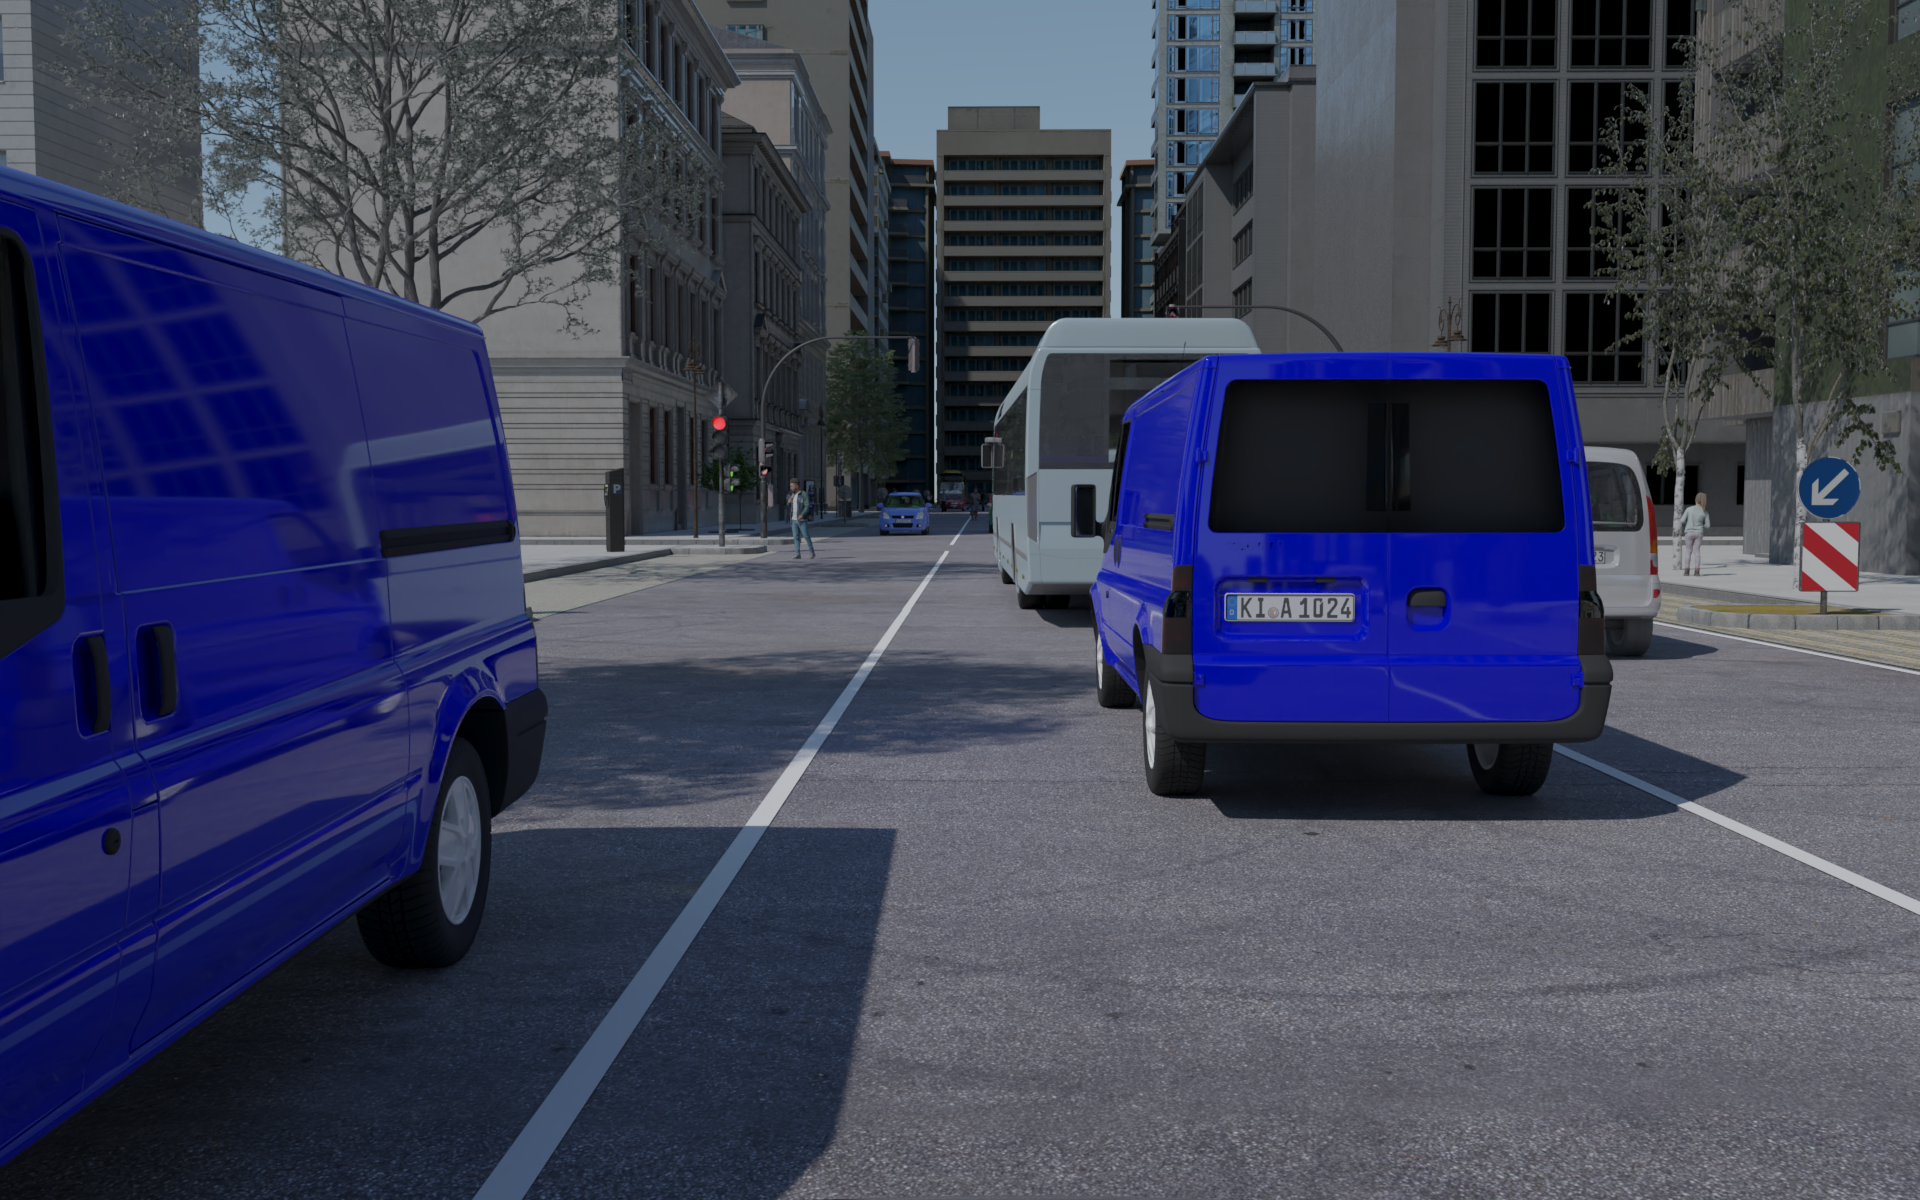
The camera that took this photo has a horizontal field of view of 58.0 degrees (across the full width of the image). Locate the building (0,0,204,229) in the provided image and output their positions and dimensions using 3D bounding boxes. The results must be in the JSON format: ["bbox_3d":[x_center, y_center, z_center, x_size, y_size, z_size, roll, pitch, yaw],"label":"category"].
[{"bbox_3d":[-41.716,-17.039,56.079,29.804,29.767,11.434,0,4,1],"label":"building"}]

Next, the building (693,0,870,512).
[{"bbox_3d":[-18.547,-31.358,136.404,21.300,48.544,21.600,0,4,1],"label":"building"}]

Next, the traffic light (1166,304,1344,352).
[{"bbox_3d":[7.296,-4.099,41.686,4.771,5.953,1.251,0,4,1],"label":"traffic light"}]

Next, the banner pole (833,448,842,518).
[{"bbox_3d":[-6.652,-6.407,94.779,0.401,3.779,0.863,1,4,22],"label":"banner pole"}]

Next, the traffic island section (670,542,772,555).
[{"bbox_3d":[-5.811,-1.215,42.148,2.009,0.180,2.903,0,4,1],"label":"traffic island section"}]

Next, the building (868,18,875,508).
[{"bbox_3d":[-15.000,-30.846,154.444,14.600,45.320,14.200,0,4,1],"label":"building"}]

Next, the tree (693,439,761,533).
[{"bbox_3d":[-7.805,-3.856,57.645,1.663,3.219,1.824,0,3,0],"label":"tree"}]

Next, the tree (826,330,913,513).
[{"bbox_3d":[-7.207,-12.359,120.202,7.486,12.596,7.792,0,3,0],"label":"tree"}]

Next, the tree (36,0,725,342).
[{"bbox_3d":[-8.775,-7.156,27.365,12.009,13.543,11.850,0,3,0],"label":"tree"}]

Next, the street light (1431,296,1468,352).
[{"bbox_3d":[11.439,-4.149,40.620,0.468,5.910,1.993,0,4,1],"label":"street light"}]

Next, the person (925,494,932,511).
[{"bbox_3d":[-2.572,-8.061,143.490,0.799,1.438,0.628,1,4,17],"label":"person"}]

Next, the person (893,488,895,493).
[{"bbox_3d":[-6.144,-9.472,160.993,0.705,1.814,1.350,1,4,22],"label":"person"}]

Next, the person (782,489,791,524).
[{"bbox_3d":[-7.310,-4.002,74.075,0.523,1.515,0.503,-1,4,-23],"label":"person"}]

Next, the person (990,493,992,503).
[{"bbox_3d":[2.206,-6.224,110.596,0.599,1.781,0.374,0,4,-1],"label":"person"}]

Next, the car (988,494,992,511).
[{"bbox_3d":[3.228,-7.406,129.761,2.281,1.827,5.304,0,4,0],"label":"car"}]

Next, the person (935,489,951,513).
[{"bbox_3d":[-1.268,-7.686,134.159,1.348,1.826,0.705,1,4,23],"label":"person"}]

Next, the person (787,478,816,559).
[{"bbox_3d":[-3.539,-1.794,38.184,0.623,1.781,0.721,2,4,30],"label":"person"}]

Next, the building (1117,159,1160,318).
[{"bbox_3d":[33.107,-34.541,219.373,28.867,44.769,22.147,0,4,1],"label":"building"}]

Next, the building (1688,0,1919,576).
[{"bbox_3d":[21.990,-15.984,33.044,14.160,30.474,14.107,0,4,1],"label":"building"}]

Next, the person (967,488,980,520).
[{"bbox_3d":[0.743,-5.202,93.910,0.716,1.782,0.532,0,4,4],"label":"person"}]

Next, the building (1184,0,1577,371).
[{"bbox_3d":[20.833,-16.817,94.023,14.314,24.678,30.058,0,4,1],"label":"building"}]

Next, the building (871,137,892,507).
[{"bbox_3d":[-19.516,-30.082,183.726,23.993,40.220,32.217,0,4,1],"label":"building"}]

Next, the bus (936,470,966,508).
[{"bbox_3d":[-0.753,-11.586,180.983,2.896,3.916,12.252,0,4,2],"label":"bus"}]

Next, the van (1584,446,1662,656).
[{"bbox_3d":[5.276,-0.591,16.678,2.013,2.044,4.112,0,4,2],"label":"van"}]

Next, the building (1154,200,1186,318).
[{"bbox_3d":[20.021,-17.572,116.981,12.332,23.373,15.834,0,4,1],"label":"building"}]

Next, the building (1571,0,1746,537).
[{"bbox_3d":[27.877,-14.528,56.607,30.058,24.678,14.314,0,4,1],"label":"building"}]

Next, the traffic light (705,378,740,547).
[{"bbox_3d":[-5.771,-3.247,42.012,0.839,4.253,0.868,0,4,1],"label":"traffic light"}]

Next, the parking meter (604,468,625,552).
[{"bbox_3d":[-7.649,-1.995,38.330,0.399,1.863,0.255,-2,4,-32],"label":"parking meter"}]

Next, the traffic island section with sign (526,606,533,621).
[{"bbox_3d":[-5.842,-0.643,19.143,1.989,1.847,2.006,0,4,1],"label":"traffic island section with sign"}]

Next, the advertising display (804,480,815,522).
[{"bbox_3d":[-7.030,-4.621,80.768,0.123,1.923,0.974,1,4,19],"label":"advertising display"}]

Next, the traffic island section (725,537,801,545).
[{"bbox_3d":[-5.688,-1.703,50.132,2.009,0.180,2.903,0,4,1],"label":"traffic island section"}]

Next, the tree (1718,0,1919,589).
[{"bbox_3d":[11.464,-4.437,22.908,4.360,8.622,3.978,0,3,0],"label":"tree"}]

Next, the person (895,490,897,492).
[{"bbox_3d":[-6.179,-9.889,168.655,0.541,1.710,0.530,-1,4,-14],"label":"person"}]

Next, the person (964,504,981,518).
[{"bbox_3d":[0.738,-5.445,103.023,1.012,1.151,0.738,0,4,6],"label":"person"}]

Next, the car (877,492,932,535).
[{"bbox_3d":[-1.952,-3.166,61.352,1.945,1.707,3.694,0,4,0],"label":"car"}]

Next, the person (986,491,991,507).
[{"bbox_3d":[3.319,-11.137,191.295,1.217,1.736,0.721,2,4,27],"label":"person"}]

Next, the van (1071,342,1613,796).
[{"bbox_3d":[1.841,-0.337,9.888,2.240,2.365,5.245,0,4,1],"label":"van"}]

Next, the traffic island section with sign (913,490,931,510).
[{"bbox_3d":[-3.776,-8.801,152.531,1.989,1.847,2.006,0,4,1],"label":"traffic island section with sign"}]

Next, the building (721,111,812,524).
[{"bbox_3d":[-13.196,-13.294,81.978,10.561,19.102,19.286,0,4,1],"label":"building"}]

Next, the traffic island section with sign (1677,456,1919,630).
[{"bbox_3d":[9.081,-0.639,19.070,1.989,1.847,2.006,0,4,1],"label":"traffic island section with sign"}]

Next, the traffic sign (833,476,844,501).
[{"bbox_3d":[-6.703,-5.732,95.848,0.606,2.300,0.079,0,4,6],"label":"traffic sign"}]

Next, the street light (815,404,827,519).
[{"bbox_3d":[-7.112,-7.099,88.862,0.468,5.910,1.993,0,4,1],"label":"street light"}]

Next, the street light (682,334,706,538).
[{"bbox_3d":[-7.690,-4.739,50.272,0.468,5.910,1.993,0,4,1],"label":"street light"}]

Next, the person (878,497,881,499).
[{"bbox_3d":[-7.787,-9.827,166.580,0.599,1.838,0.709,0,4,8],"label":"person"}]

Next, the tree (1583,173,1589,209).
[{"bbox_3d":[12.358,-4.813,29.057,4.360,8.622,3.978,0,3,0],"label":"tree"}]

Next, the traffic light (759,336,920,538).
[{"bbox_3d":[-3.555,-4.607,50.000,4.771,5.953,1.251,0,4,1],"label":"traffic light"}]

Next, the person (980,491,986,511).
[{"bbox_3d":[1.825,-8.209,143.539,0.721,1.723,1.217,2,4,28],"label":"person"}]

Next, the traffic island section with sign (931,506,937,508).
[{"bbox_3d":[-3.356,-10.505,180.388,1.989,1.847,2.006,0,4,1],"label":"traffic island section with sign"}]

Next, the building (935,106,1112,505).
[{"bbox_3d":[7.829,-36.462,219.851,21.600,48.544,21.300,0,4,1],"label":"building"}]

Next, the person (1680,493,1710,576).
[{"bbox_3d":[11.464,-1.024,27.058,0.425,1.301,0.394,0,4,3],"label":"person"}]

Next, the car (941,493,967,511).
[{"bbox_3d":[-0.481,-8.272,144.293,2.155,1.783,4.494,0,4,2],"label":"car"}]

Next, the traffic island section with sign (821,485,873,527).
[{"bbox_3d":[-4.969,-4.086,75.441,1.989,1.847,2.006,0,4,1],"label":"traffic island section with sign"}]

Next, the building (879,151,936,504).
[{"bbox_3d":[-17.413,-34.555,219.599,28.867,44.769,22.147,0,4,1],"label":"building"}]

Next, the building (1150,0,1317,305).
[{"bbox_3d":[25.559,-51.352,152.278,22.319,86.520,31.000,0,4,1],"label":"building"}]

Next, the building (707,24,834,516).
[{"bbox_3d":[-14.916,-19.315,101.701,13.634,28.700,20.117,0,4,1],"label":"building"}]

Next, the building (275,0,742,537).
[{"bbox_3d":[-14.884,-13.742,60.833,11.583,22.565,21.152,0,4,1],"label":"building"}]

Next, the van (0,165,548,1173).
[{"bbox_3d":[-2.441,0.046,3.639,2.240,2.365,5.245,0,3,0],"label":"van"}]

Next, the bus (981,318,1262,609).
[{"bbox_3d":[1.906,-1.828,24.745,2.948,3.499,13.247,0,4,-1],"label":"bus"}]

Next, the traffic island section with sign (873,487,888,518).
[{"bbox_3d":[-4.548,-5.735,102.393,1.989,1.847,2.006,0,4,1],"label":"traffic island section with sign"}]

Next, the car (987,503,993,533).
[{"bbox_3d":[1.982,-3.460,65.368,1.959,1.807,4.718,0,4,1],"label":"car"}]
